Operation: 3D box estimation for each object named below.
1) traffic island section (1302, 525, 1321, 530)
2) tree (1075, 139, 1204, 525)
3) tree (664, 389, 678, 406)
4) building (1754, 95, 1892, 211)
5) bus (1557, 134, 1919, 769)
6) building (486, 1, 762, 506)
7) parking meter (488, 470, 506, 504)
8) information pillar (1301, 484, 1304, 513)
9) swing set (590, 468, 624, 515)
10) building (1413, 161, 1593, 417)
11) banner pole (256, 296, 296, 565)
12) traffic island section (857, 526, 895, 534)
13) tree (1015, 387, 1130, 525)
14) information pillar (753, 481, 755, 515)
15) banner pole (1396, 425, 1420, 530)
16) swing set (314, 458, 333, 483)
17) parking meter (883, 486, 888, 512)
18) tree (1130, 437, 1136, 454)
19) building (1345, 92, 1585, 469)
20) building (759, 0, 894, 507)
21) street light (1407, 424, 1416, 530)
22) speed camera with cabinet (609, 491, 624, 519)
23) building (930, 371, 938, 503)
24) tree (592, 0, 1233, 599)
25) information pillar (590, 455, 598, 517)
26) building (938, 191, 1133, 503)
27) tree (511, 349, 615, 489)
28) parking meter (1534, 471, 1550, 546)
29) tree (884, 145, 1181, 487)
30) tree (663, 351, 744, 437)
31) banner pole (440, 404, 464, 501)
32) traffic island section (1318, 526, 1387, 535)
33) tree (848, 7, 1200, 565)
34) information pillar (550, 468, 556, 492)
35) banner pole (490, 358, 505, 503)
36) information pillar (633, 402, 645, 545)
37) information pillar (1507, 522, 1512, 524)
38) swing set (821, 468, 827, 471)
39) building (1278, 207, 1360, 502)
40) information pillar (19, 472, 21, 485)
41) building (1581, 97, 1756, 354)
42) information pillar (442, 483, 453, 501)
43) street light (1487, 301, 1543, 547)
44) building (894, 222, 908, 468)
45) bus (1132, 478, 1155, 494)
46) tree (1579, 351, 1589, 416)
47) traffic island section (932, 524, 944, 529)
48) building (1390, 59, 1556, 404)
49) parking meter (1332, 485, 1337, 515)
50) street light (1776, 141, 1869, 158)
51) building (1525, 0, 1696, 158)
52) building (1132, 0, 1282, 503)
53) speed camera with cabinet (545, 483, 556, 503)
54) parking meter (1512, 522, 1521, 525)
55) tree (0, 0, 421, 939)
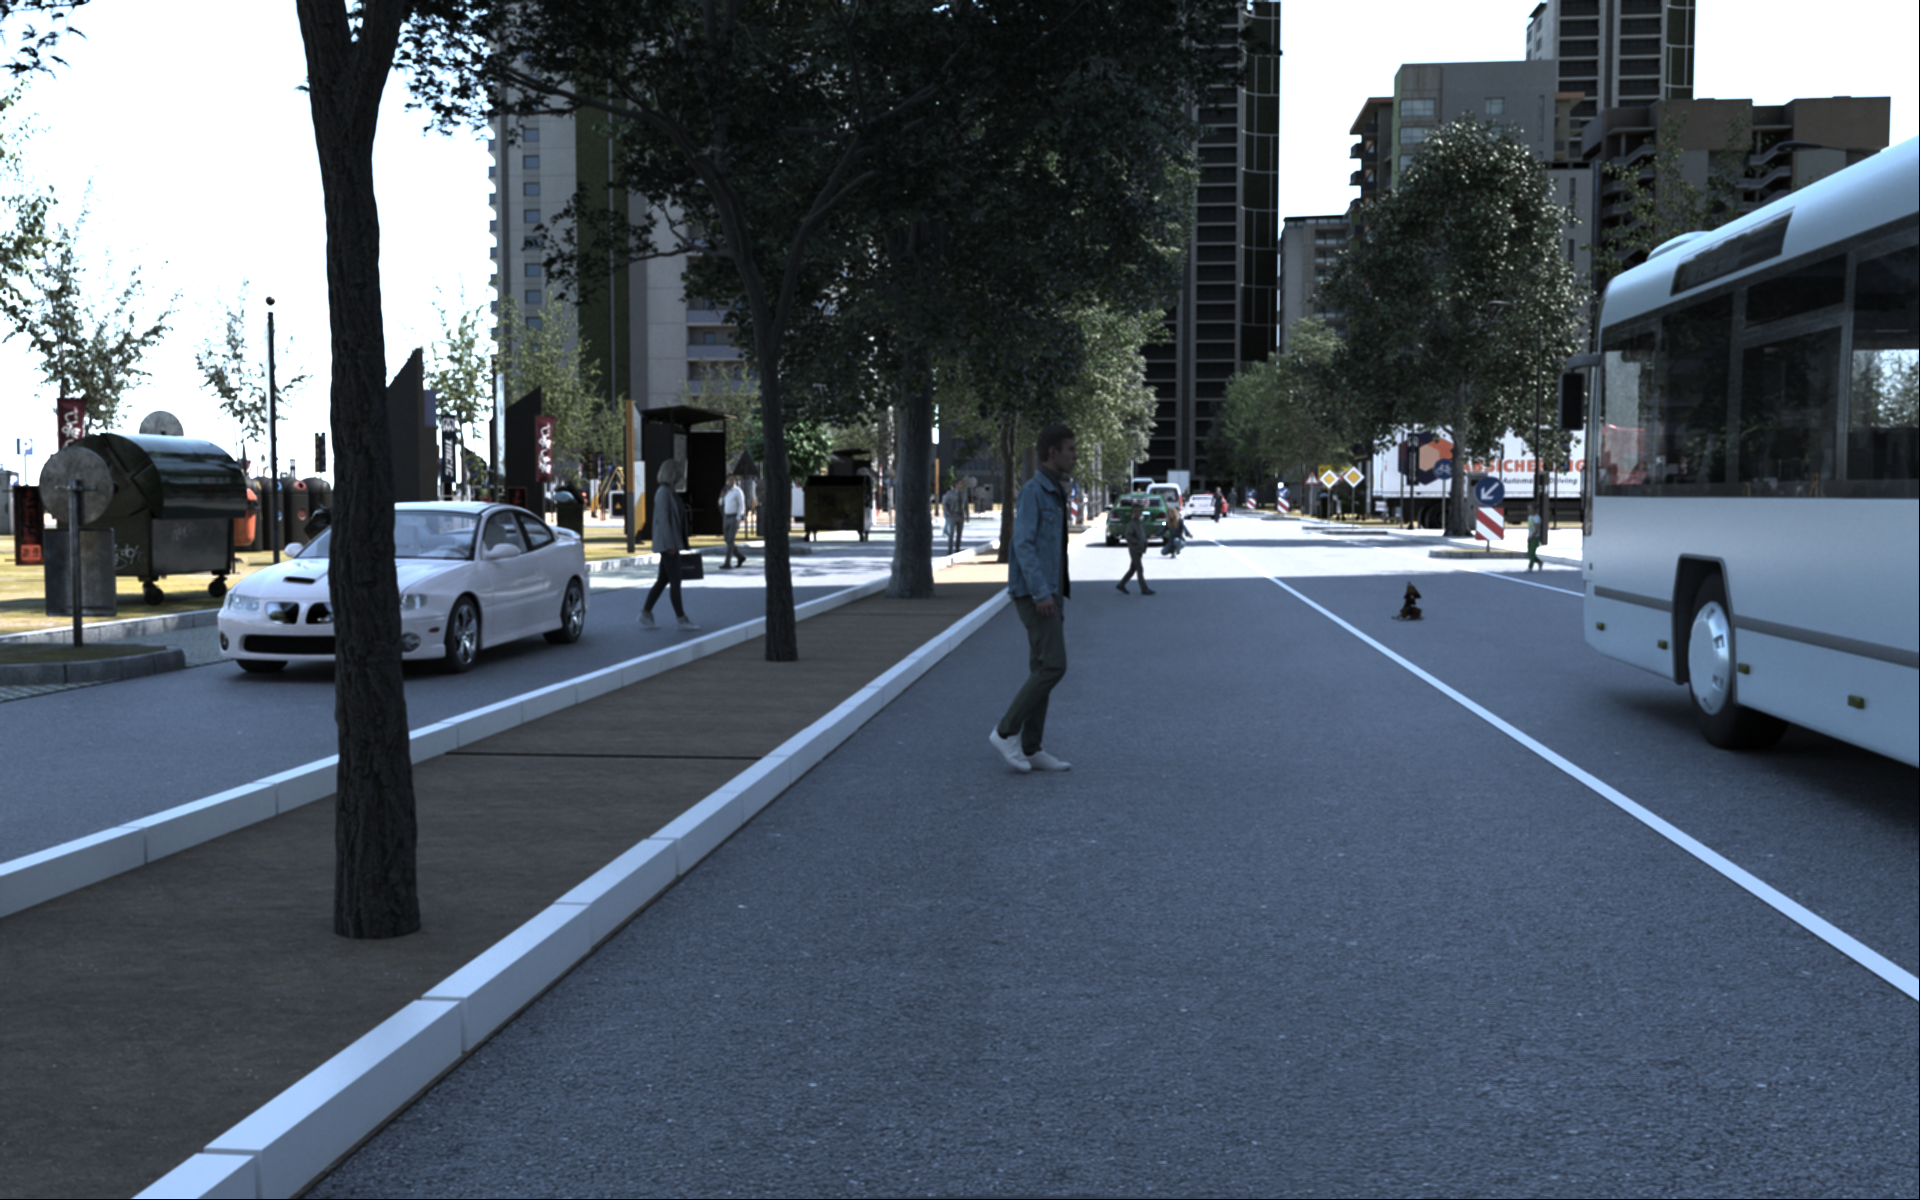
[{"bbox_3d":[14.863,-2.903,69.749,2.009,0.180,2.903,0,4,6],"label":"traffic island section"},{"bbox_3d":[5.904,-14.381,93.473,12.611,20.169,13.585,0,3,0],"label":"tree"},{"bbox_3d":[-16.355,-9.568,106.806,4.737,8.622,4.395,0,3,0],"label":"tree"},{"bbox_3d":[92.133,-33.159,192.256,14.200,45.320,14.600,0,4,6],"label":"building"},{"bbox_3d":[5.146,-0.731,6.811,2.948,3.499,13.247,0,4,6],"label":"bus"},{"bbox_3d":[-39.476,-40.410,202.700,28.212,58.520,21.231,0,4,6],"label":"building"},{"bbox_3d":[-11.133,-2.197,41.639,0.399,1.863,0.255,3,4,38],"label":"parking meter"},{"bbox_3d":[23.276,-6.892,117.177,0.304,2.012,0.304,3,5,42],"label":"information pillar"},{"bbox_3d":[-20.102,-6.471,103.429,2.862,2.851,3.119,0,4,2],"label":"swing set"},{"bbox_3d":[46.995,-23.350,153.466,14.160,30.474,14.107,0,4,6],"label":"building"},{"bbox_3d":[-8.806,-1.966,22.154,0.401,3.779,0.863,-2,4,-28],"label":"banner pole"},{"bbox_3d":[-2.563,-2.523,63.529,2.009,0.180,2.903,0,4,6],"label":"traffic island section"},{"bbox_3d":[4.686,-7.266,71.618,4.737,8.622,4.395,0,3,0],"label":"tree"},{"bbox_3d":[-12.941,-7.176,108.679,0.183,3.616,0.504,-1,4,-12],"label":"information pillar"},{"bbox_3d":[16.148,-4.426,62.375,0.863,3.779,0.401,0,4,-6],"label":"banner pole"},{"bbox_3d":[-26.706,-4.803,76.152,3.119,2.851,2.862,-1,4,-17],"label":"swing set"},{"bbox_3d":[-5.235,-7.141,122.459,0.255,1.863,0.399,-2,4,-34],"label":"parking meter"},{"bbox_3d":[11.051,-10.796,129.328,4.737,8.622,4.395,0,3,0],"label":"tree"},{"bbox_3d":[53.957,-32.639,188.279,22.147,44.769,28.867,0,4,6],"label":"building"},{"bbox_3d":[-18.617,-37.911,161.844,21.231,58.520,28.212,0,4,6],"label":"building"},{"bbox_3d":[15.496,-5.436,61.420,1.470,5.913,1.316,0,4,6],"label":"street light"},{"bbox_3d":[-17.337,-5.890,90.642,2.038,3.252,0.660,-1,4,-13],"label":"speed camera with cabinet"},{"bbox_3d":[-16.080,-41.036,260.173,27.495,52.752,28.713,0,4,6],"label":"building"},{"bbox_3d":[-0.678,-6.998,23.530,9.857,13.997,8.962,0,3,0],"label":"tree"},{"bbox_3d":[-20.370,-6.420,96.327,0.504,3.616,0.183,2,4,34],"label":"information pillar"},{"bbox_3d":[11.184,-43.479,252.881,28.212,58.520,21.231,0,4,6],"label":"building"},{"bbox_3d":[-19.854,-8.386,87.476,4.360,8.622,3.978,0,3,0],"label":"tree"},{"bbox_3d":[14.455,-2.286,43.085,0.255,1.863,0.399,3,5,44],"label":"parking meter"},{"bbox_3d":[1.661,-7.536,43.804,7.486,12.596,7.792,0,3,0],"label":"tree"},{"bbox_3d":[-13.041,-8.484,89.084,4.360,8.622,3.978,0,3,0],"label":"tree"},{"bbox_3d":[-13.971,-3.538,47.863,0.401,3.779,0.863,3,5,44],"label":"banner pole"},{"bbox_3d":[14.039,-2.418,61.807,2.009,0.180,2.903,0,4,6],"label":"traffic island section"},{"bbox_3d":[1.059,-6.535,35.057,9.928,11.665,9.643,0,3,0],"label":"tree"},{"bbox_3d":[-32.684,-9.031,139.015,0.504,3.616,0.183,0,3,0],"label":"information pillar"},{"bbox_3d":[-8.469,-2.556,31.812,0.401,3.779,0.863,-2,4,-30],"label":"banner pole"},{"bbox_3d":[-8.146,-3.217,43.949,0.183,3.616,0.504,-2,4,-35],"label":"information pillar"},{"bbox_3d":[23.908,-4.307,74.904,0.304,2.012,0.304,-1,4,-15],"label":"information pillar"},{"bbox_3d":[-8.405,-6.606,105.620,2.862,2.851,3.119,0,4,3],"label":"swing set"},{"bbox_3d":[52.728,-34.413,246.238,14.086,41.232,14.154,0,4,6],"label":"building"},{"bbox_3d":[-31.800,-3.293,58.328,0.304,2.012,0.304,-1,4,-23],"label":"information pillar"},{"bbox_3d":[77.961,-33.220,193.253,14.200,45.320,14.600,0,4,6],"label":"building"},{"bbox_3d":[-15.365,-2.903,51.949,0.304,2.012,0.304,-1,4,-21],"label":"information pillar"},{"bbox_3d":[13.404,-4.239,41.844,1.470,5.913,1.316,0,4,6],"label":"street light"},{"bbox_3d":[-15.053,-46.531,199.038,20.611,71.187,20.563,0,4,6],"label":"building"},{"bbox_3d":[21.992,-13.000,207.403,2.948,3.499,13.247,0,4,7],"label":"bus"},{"bbox_3d":[29.352,-7.752,77.106,4.360,8.622,3.978,0,3,0],"label":"tree"},{"bbox_3d":[-1.739,-3.009,71.471,2.009,0.180,2.903,0,4,6],"label":"traffic island section"},{"bbox_3d":[48.515,-29.591,167.399,14.154,41.232,14.086,0,4,6],"label":"building"},{"bbox_3d":[23.002,-6.137,106.052,0.399,1.863,0.255,3,5,40],"label":"parking meter"},{"bbox_3d":[11.454,-3.082,22.931,1.470,5.913,1.316,0,4,6],"label":"street light"},{"bbox_3d":[91.893,-49.310,244.473,20.611,71.187,20.563,0,4,6],"label":"building"},{"bbox_3d":[35.433,-49.629,249.680,20.611,71.187,20.563,0,4,6],"label":"building"},{"bbox_3d":[-32.694,-8.736,137.170,2.038,3.252,0.660,2,4,32],"label":"speed camera with cabinet"},{"bbox_3d":[23.343,-3.925,72.592,0.372,1.533,0.369,0,3,0],"label":"parking meter"},{"bbox_3d":[-1.847,-4.209,5.693,8.767,10.594,7.601,0,4,6],"label":"tree"}]
